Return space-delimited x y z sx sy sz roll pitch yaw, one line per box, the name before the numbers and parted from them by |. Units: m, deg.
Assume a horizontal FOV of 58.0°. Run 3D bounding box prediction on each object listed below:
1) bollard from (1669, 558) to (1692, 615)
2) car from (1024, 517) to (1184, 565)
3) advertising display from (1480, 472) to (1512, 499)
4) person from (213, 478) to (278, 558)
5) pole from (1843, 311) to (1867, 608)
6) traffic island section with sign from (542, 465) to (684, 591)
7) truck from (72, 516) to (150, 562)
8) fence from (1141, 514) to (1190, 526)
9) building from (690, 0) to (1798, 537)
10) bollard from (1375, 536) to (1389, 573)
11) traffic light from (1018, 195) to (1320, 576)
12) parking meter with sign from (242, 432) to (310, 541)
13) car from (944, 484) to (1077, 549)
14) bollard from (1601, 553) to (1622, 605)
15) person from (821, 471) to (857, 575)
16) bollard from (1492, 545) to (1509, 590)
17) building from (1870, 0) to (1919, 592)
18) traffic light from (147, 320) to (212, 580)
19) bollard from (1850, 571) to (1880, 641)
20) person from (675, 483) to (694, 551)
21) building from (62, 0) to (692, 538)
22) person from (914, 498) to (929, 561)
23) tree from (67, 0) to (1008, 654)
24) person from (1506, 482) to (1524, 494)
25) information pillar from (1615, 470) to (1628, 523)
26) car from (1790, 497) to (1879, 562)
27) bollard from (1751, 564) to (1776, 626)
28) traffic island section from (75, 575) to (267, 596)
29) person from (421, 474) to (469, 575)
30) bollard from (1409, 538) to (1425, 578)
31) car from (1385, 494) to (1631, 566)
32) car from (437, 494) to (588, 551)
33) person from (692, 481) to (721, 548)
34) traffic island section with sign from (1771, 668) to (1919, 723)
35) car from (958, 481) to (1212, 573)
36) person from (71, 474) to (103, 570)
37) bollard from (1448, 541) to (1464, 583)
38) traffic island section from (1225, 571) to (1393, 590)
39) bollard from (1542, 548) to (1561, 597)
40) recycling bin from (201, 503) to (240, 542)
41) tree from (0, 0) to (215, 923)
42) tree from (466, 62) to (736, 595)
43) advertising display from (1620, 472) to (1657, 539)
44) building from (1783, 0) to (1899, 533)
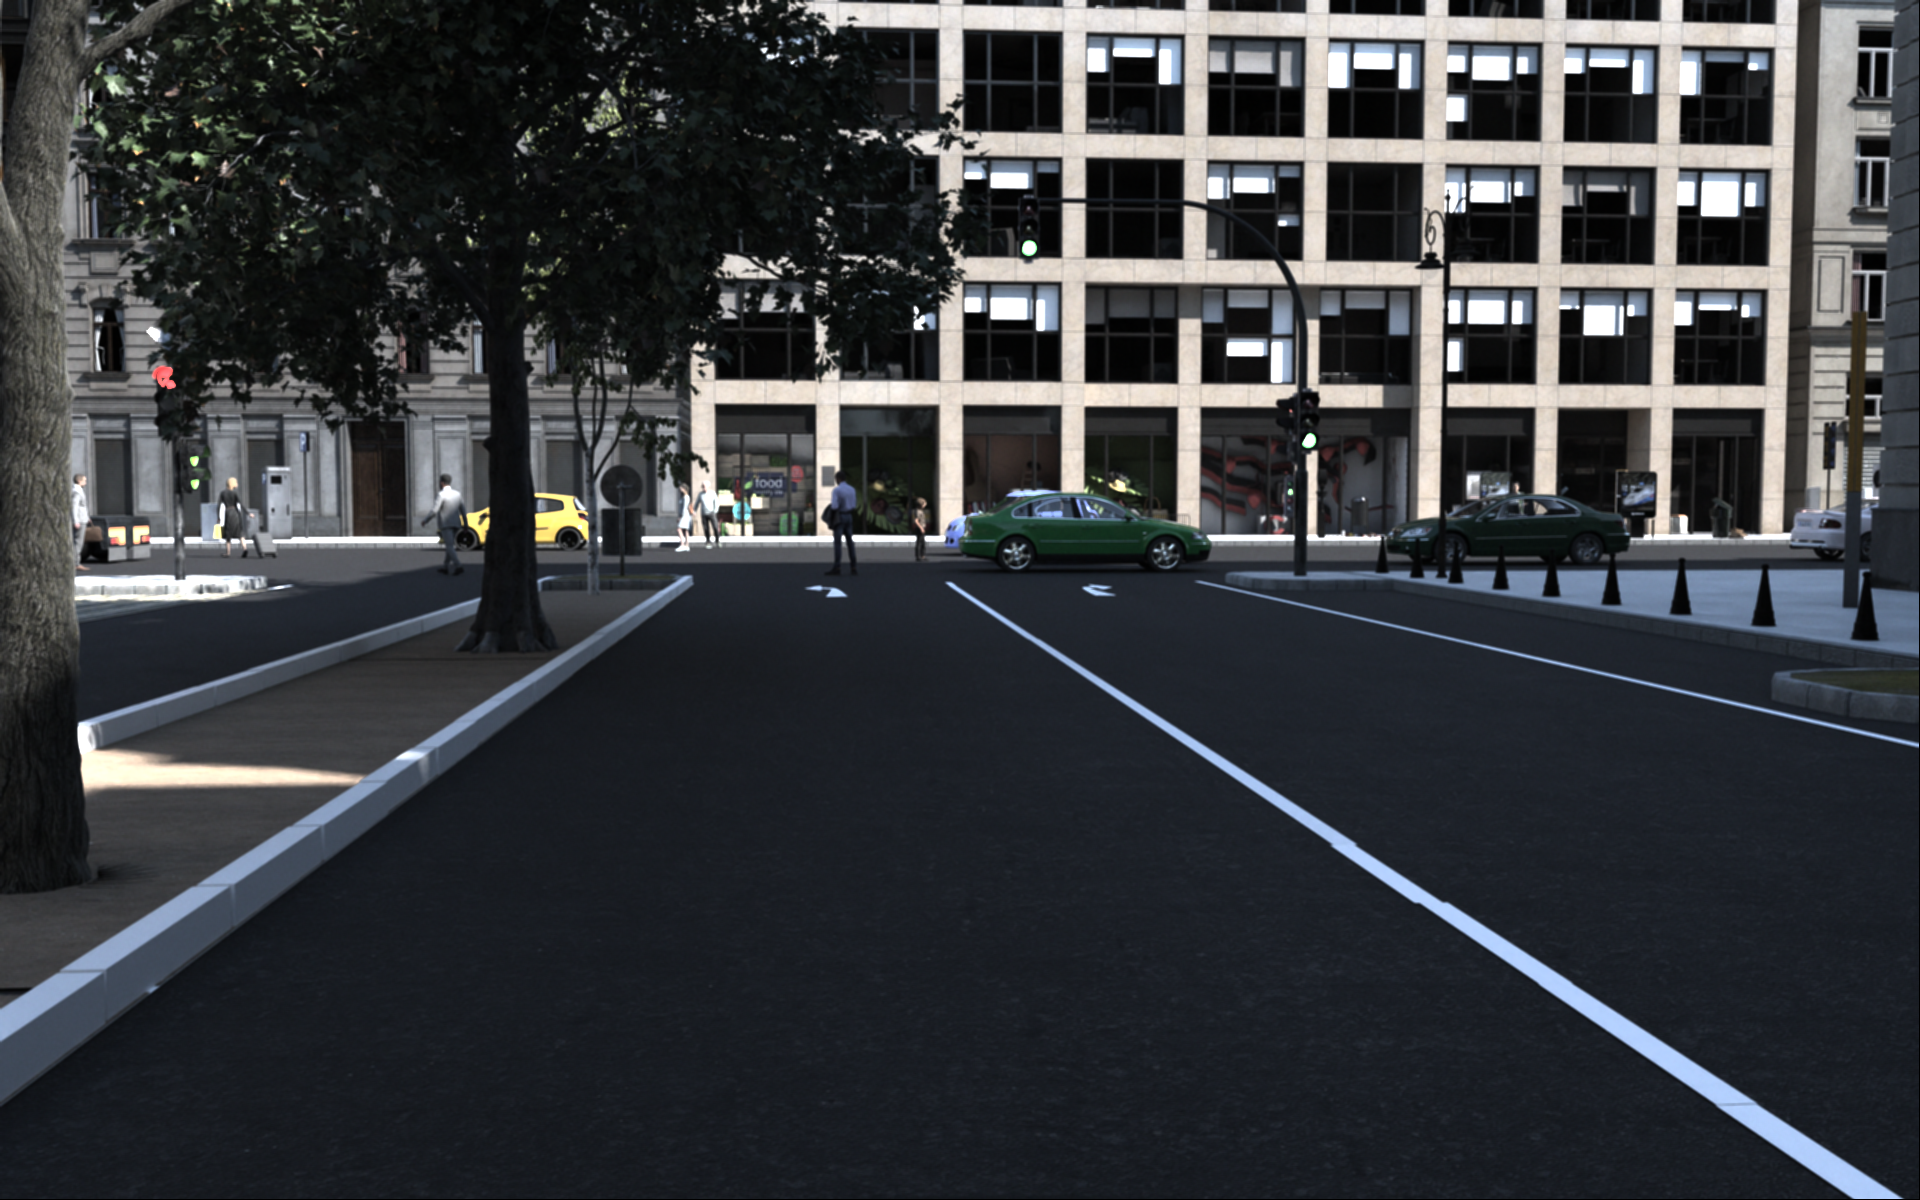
bollard | 7.698 -0.149 18.483 0.229 0.601 0.229 0 3 0
car | 2.741 -1.477 36.148 4.499 1.417 2.014 0 4 -6
advertising display | 15.557 -2.757 50.285 0.123 1.923 0.974 -3 5 -40
person | -16.106 -1.847 38.910 1.509 1.804 0.699 2 4 33
pole | 10.069 -1.568 19.482 0.158 3.312 0.155 0 3 0
traffic island section with sign | -5.258 -1.127 26.555 2.006 1.907 1.989 0 4 -5
truck | -26.875 -2.802 35.571 18.799 4.110 2.967 0 4 -6
fence | 5.762 -2.166 50.797 2.069 0.683 0.278 0 4 -5
building | 8.144 -15.737 61.823 34.151 26.468 19.350 0 4 -5
bollard | 6.878 -0.743 28.188 0.229 0.601 0.229 0 3 0
traffic light | 3.236 -3.187 26.774 4.771 5.953 1.251 0 4 -5
parking meter with sign | -19.080 -3.182 48.292 1.738 3.016 0.543 -3 5 -40
car | 1.472 -1.900 40.664 3.694 1.707 1.945 0 4 -6
bollard | 7.567 -0.248 20.099 0.229 0.601 0.229 0 3 0
person | -2.155 -1.364 30.671 0.709 1.838 0.599 -3 5 -45
bollard | 7.291 -0.446 23.334 0.229 0.601 0.229 0 3 0
building | 19.054 -13.087 11.242 12.463 27.353 25.104 0 4 -5
traffic light | -11.587 -2.247 25.654 0.839 4.253 0.868 0 4 -5
bollard | 7.971 0.049 15.238 0.229 0.601 0.229 0 3 0
person | -6.983 -2.099 43.825 0.522 1.701 0.512 -1 4 -16
building | -17.578 -12.598 55.123 18.267 20.994 9.793 0 4 -5
person | -0.810 -1.502 36.965 0.340 1.345 0.435 0 4 -3
tree | -4.139 -5.884 15.676 9.611 12.733 9.660 0 3 0
person | 13.742 -2.060 42.906 0.841 1.734 0.376 2 4 35
information pillar | 20.196 -2.961 52.911 0.304 2.012 0.304 2 4 25
car | 20.546 -1.536 37.468 4.827 1.381 2.083 0 4 -3
bollard | 7.835 -0.051 16.868 0.229 0.601 0.229 0 3 0
traffic island section | -11.628 -0.214 25.786 2.009 0.180 2.903 0 4 -5
person | -9.089 -1.345 30.767 0.850 1.792 0.678 2 4 32
bollard | 7.017 -0.644 26.567 0.229 0.601 0.229 0 3 0
car | 11.202 -1.455 35.594 4.920 1.459 2.131 0 4 -4
car | -11.375 -2.098 44.531 3.980 1.641 2.015 0 4 -6
person | -6.777 -2.268 46.061 0.782 1.767 0.515 0 4 7
traffic island section with sign | 6.664 -0.184 11.642 1.989 1.847 2.006 0 4 -5
car | 2.325 -1.439 32.324 4.718 1.807 1.959 0 4 -3
person | -16.558 -1.464 32.553 0.853 1.813 0.709 -2 4 -34
bollard | 7.148 -0.545 24.949 0.229 0.601 0.229 0 3 0
traffic island section | 5.354 -0.301 27.207 2.009 0.180 2.903 0 4 -5
bollard | 7.423 -0.347 21.718 0.229 0.601 0.229 0 3 0
recycling bin | -19.891 -2.082 46.603 0.722 1.027 0.722 2 4 25
tree | -3.278 -4.750 5.874 9.928 11.665 9.643 0 3 0
tree | -5.108 -4.349 23.928 4.737 8.622 4.395 0 3 0
advertising display | 19.649 -2.750 50.173 0.974 1.923 0.123 2 4 34
building | 41.033 -14.112 64.022 30.059 22.955 16.112 0 4 -5
